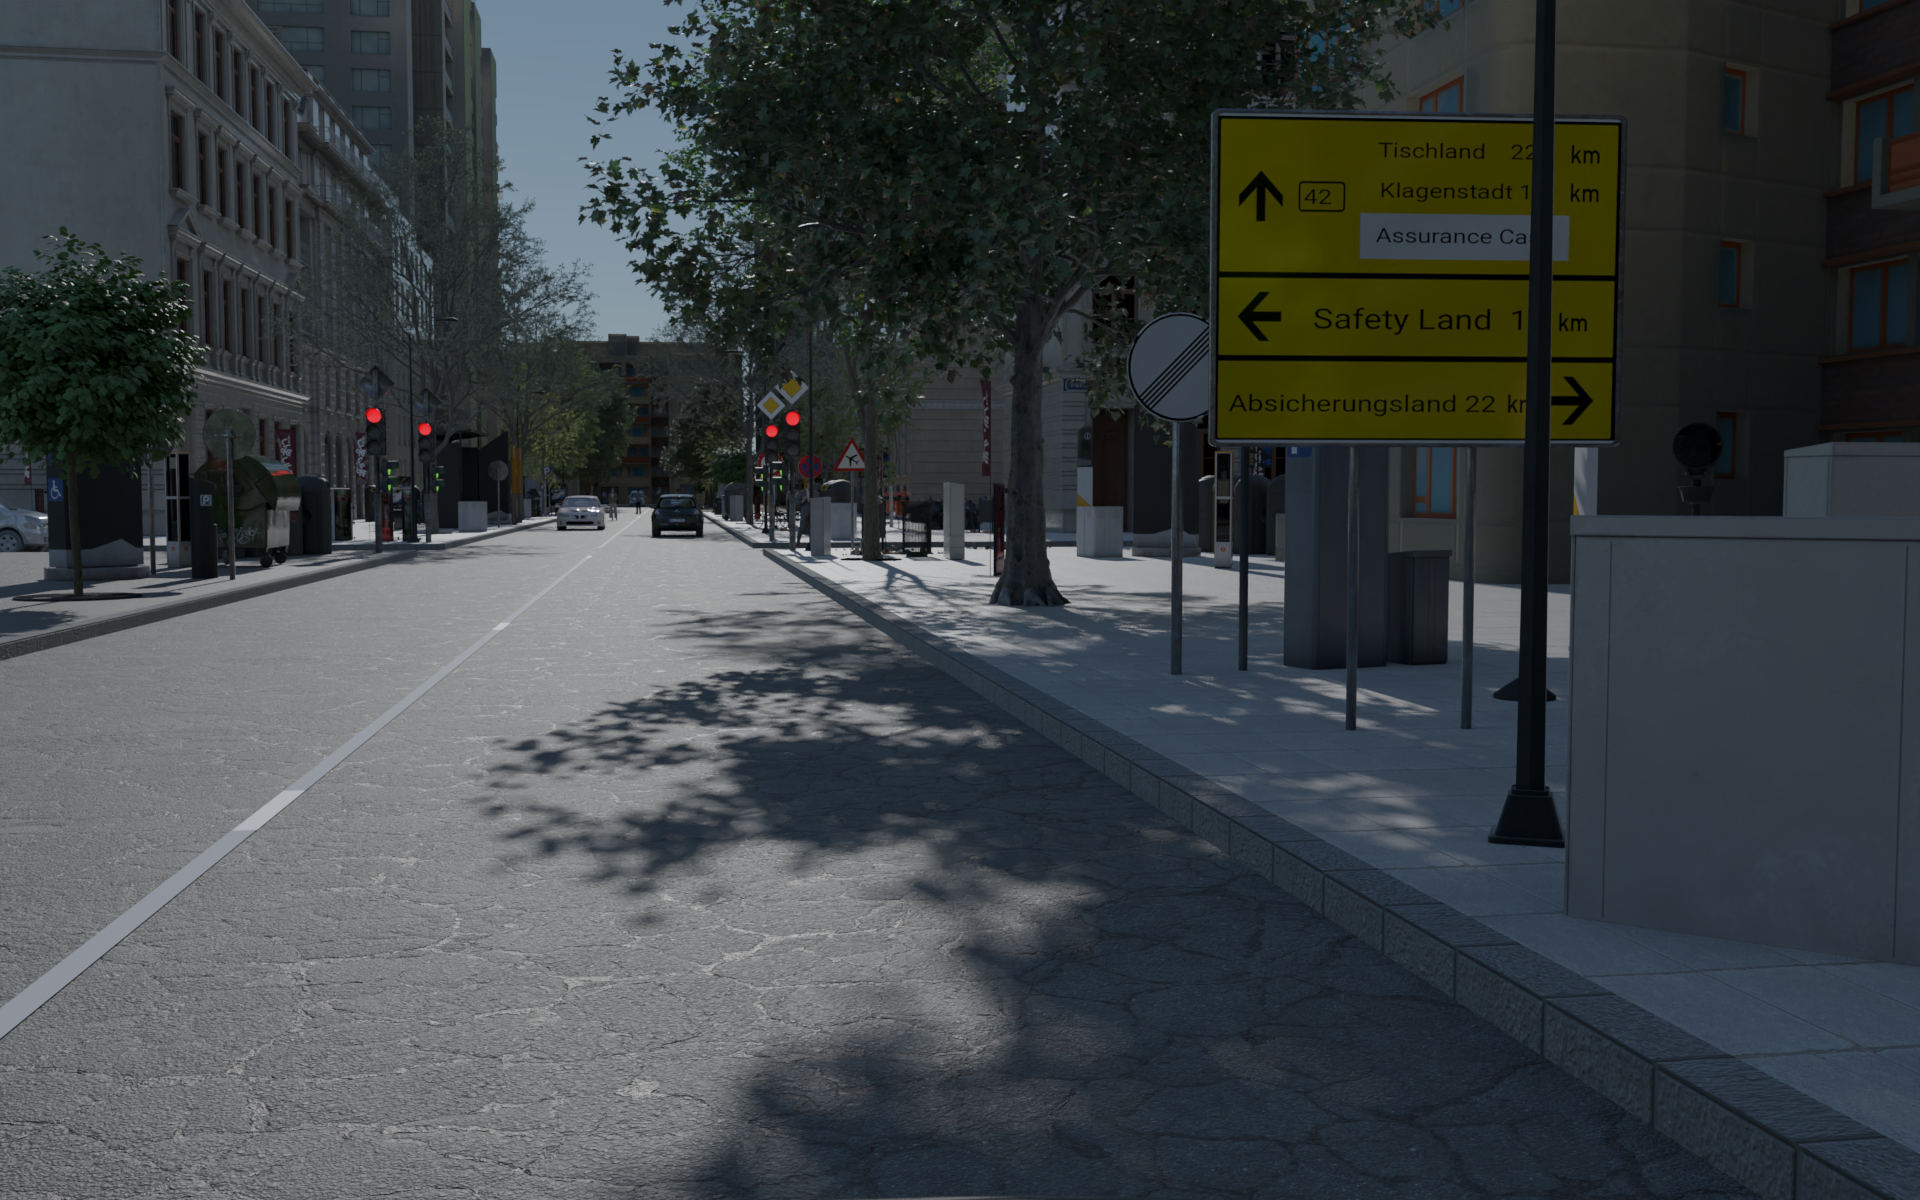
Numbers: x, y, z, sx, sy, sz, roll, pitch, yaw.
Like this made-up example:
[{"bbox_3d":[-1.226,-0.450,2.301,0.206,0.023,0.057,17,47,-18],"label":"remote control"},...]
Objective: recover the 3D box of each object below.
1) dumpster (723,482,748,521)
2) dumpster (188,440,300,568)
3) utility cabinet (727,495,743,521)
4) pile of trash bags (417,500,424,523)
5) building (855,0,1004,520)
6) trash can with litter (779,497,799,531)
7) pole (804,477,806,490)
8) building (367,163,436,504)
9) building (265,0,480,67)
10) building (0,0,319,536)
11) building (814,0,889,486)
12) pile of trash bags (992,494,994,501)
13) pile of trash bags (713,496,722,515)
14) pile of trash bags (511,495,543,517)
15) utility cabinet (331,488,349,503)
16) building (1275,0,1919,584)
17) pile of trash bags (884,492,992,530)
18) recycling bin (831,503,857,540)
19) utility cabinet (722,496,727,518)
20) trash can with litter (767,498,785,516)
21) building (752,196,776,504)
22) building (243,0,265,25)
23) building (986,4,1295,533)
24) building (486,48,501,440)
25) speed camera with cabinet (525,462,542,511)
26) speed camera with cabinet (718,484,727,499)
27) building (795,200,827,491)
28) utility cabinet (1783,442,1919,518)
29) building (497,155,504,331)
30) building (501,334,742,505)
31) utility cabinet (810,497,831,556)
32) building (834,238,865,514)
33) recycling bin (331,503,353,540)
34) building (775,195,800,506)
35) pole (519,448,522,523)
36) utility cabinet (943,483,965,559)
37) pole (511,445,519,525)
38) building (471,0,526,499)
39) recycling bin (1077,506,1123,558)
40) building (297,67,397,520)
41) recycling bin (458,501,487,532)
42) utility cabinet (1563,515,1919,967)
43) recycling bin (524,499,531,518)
[{"bbox_3d":[-10.857,-4.794,84.145,1.264,1.857,1.865,-1,4,-10],"label":"dumpster"},{"bbox_3d":[-12.708,-1.730,30.785,1.502,2.255,1.985,-1,4,-9],"label":"dumpster"},{"bbox_3d":[-10.626,-4.353,82.330,0.306,1.237,1.020,1,4,15],"label":"utility cabinet"},{"bbox_3d":[-23.190,-4.039,75.784,1.912,1.369,3.447,-1,4,-20],"label":"pile of trash bags"},{"bbox_3d":[2.036,-18.851,94.124,13.634,28.700,20.117,-1,4,-10],"label":"building"},{"bbox_3d":[-5.695,-3.018,60.408,1.678,1.210,2.233,1,4,10],"label":"trash can with litter"},{"bbox_3d":[-10.751,-7.735,120.307,0.158,3.312,0.155,0,3,0],"label":"pole"},{"bbox_3d":[-37.969,-15.227,103.709,10.420,20.320,16.860,-1,4,-10],"label":"building"},{"bbox_3d":[-45.953,-27.829,138.605,14.154,41.232,14.086,-1,4,-10],"label":"building"},{"bbox_3d":[-30.574,-13.750,60.963,11.583,22.565,21.152,-1,4,-10],"label":"building"},{"bbox_3d":[-0.218,-31.867,140.631,23.786,49.044,30.456,-1,4,-10],"label":"building"},{"bbox_3d":[0.339,-3.872,73.065,3.447,1.369,1.912,-1,4,-22],"label":"pile of trash bags"},{"bbox_3d":[-14.407,-6.005,107.927,1.912,1.369,3.447,0,4,-7],"label":"pile of trash bags"},{"bbox_3d":[-24.376,-5.256,95.683,1.912,1.369,3.447,0,4,5],"label":"pile of trash bags"},{"bbox_3d":[-22.950,-3.346,63.386,1.173,1.500,0.318,-2,4,-24],"label":"utility cabinet"},{"bbox_3d":[22.097,-10.745,20.729,27.650,21.520,28.899,-1,4,-10],"label":"building"},{"bbox_3d":[-0.894,-3.272,63.243,3.447,1.369,1.912,2,4,27],"label":"pile of trash bags"},{"bbox_3d":[-3.313,-2.229,48.995,0.722,1.027,0.722,0,4,4],"label":"recycling bin"},{"bbox_3d":[-12.068,-4.878,90.913,1.020,1.237,0.306,3,4,38],"label":"utility cabinet"},{"bbox_3d":[-10.832,-5.507,101.428,1.055,1.170,0.624,-3,5,-44],"label":"trash can with litter"},{"bbox_3d":[-14.026,-34.915,225.489,28.867,44.769,22.147,-1,4,-10],"label":"building"},{"bbox_3d":[-42.930,-26.982,124.750,14.154,41.232,14.086,-1,4,-10],"label":"building"},{"bbox_3d":[12.160,-13.845,62.529,21.152,22.565,11.583,-1,4,-10],"label":"building"},{"bbox_3d":[-48.546,-28.712,153.040,14.154,41.232,14.086,-1,4,-10],"label":"building"},{"bbox_3d":[-26.404,-6.905,107.231,0.660,3.252,2.038,-2,4,-28],"label":"speed camera with cabinet"},{"bbox_3d":[-14.584,-7.190,111.890,2.038,3.252,0.660,1,4,19],"label":"speed camera with cabinet"},{"bbox_3d":[-8.085,-31.334,162.423,14.600,45.320,14.200,-1,4,-10],"label":"building"},{"bbox_3d":[4.228,0.061,7.677,1.173,1.500,0.318,-1,4,-14],"label":"utility cabinet"},{"bbox_3d":[-72.646,-36.521,216.724,30.456,49.044,23.786,-1,4,-10],"label":"building"},{"bbox_3d":[-43.248,-23.190,224.193,28.899,21.520,27.650,-1,4,-10],"label":"building"},{"bbox_3d":[-2.930,-1.541,36.362,0.306,1.237,1.020,0,4,4],"label":"utility cabinet"},{"bbox_3d":[-1.376,-18.099,113.939,12.078,24.808,19.932,-1,4,-10],"label":"building"},{"bbox_3d":[-17.460,-2.190,48.353,0.722,1.027,0.722,1,4,16],"label":"recycling bin"},{"bbox_3d":[-7.982,-34.055,180.492,21.300,48.544,21.600,-1,4,-10],"label":"building"},{"bbox_3d":[-19.509,-5.065,76.663,0.158,3.312,0.155,0,3,0],"label":"pole"},{"bbox_3d":[-0.108,-1.558,34.152,0.318,1.500,1.173,0,4,-6],"label":"utility cabinet"},{"bbox_3d":[-18.521,-4.773,71.889,0.158,3.312,0.155,0,3,0],"label":"pole"},{"bbox_3d":[-60.080,-52.444,170.138,31.000,86.520,22.319,-1,4,-10],"label":"building"},{"bbox_3d":[2.853,-1.395,35.366,0.722,1.027,0.722,-2,4,-26],"label":"recycling bin"},{"bbox_3d":[-35.676,-14.773,83.340,13.314,21.916,24.055,-1,4,-10],"label":"building"},{"bbox_3d":[-16.640,-2.850,59.151,0.722,1.027,0.722,3,5,41],"label":"recycling bin"},{"bbox_3d":[2.327,0.374,5.045,1.020,1.237,0.306,3,4,36],"label":"utility cabinet"},{"bbox_3d":[-23.312,-4.866,92.113,0.722,1.027,0.722,2,4,33],"label":"recycling bin"}]
